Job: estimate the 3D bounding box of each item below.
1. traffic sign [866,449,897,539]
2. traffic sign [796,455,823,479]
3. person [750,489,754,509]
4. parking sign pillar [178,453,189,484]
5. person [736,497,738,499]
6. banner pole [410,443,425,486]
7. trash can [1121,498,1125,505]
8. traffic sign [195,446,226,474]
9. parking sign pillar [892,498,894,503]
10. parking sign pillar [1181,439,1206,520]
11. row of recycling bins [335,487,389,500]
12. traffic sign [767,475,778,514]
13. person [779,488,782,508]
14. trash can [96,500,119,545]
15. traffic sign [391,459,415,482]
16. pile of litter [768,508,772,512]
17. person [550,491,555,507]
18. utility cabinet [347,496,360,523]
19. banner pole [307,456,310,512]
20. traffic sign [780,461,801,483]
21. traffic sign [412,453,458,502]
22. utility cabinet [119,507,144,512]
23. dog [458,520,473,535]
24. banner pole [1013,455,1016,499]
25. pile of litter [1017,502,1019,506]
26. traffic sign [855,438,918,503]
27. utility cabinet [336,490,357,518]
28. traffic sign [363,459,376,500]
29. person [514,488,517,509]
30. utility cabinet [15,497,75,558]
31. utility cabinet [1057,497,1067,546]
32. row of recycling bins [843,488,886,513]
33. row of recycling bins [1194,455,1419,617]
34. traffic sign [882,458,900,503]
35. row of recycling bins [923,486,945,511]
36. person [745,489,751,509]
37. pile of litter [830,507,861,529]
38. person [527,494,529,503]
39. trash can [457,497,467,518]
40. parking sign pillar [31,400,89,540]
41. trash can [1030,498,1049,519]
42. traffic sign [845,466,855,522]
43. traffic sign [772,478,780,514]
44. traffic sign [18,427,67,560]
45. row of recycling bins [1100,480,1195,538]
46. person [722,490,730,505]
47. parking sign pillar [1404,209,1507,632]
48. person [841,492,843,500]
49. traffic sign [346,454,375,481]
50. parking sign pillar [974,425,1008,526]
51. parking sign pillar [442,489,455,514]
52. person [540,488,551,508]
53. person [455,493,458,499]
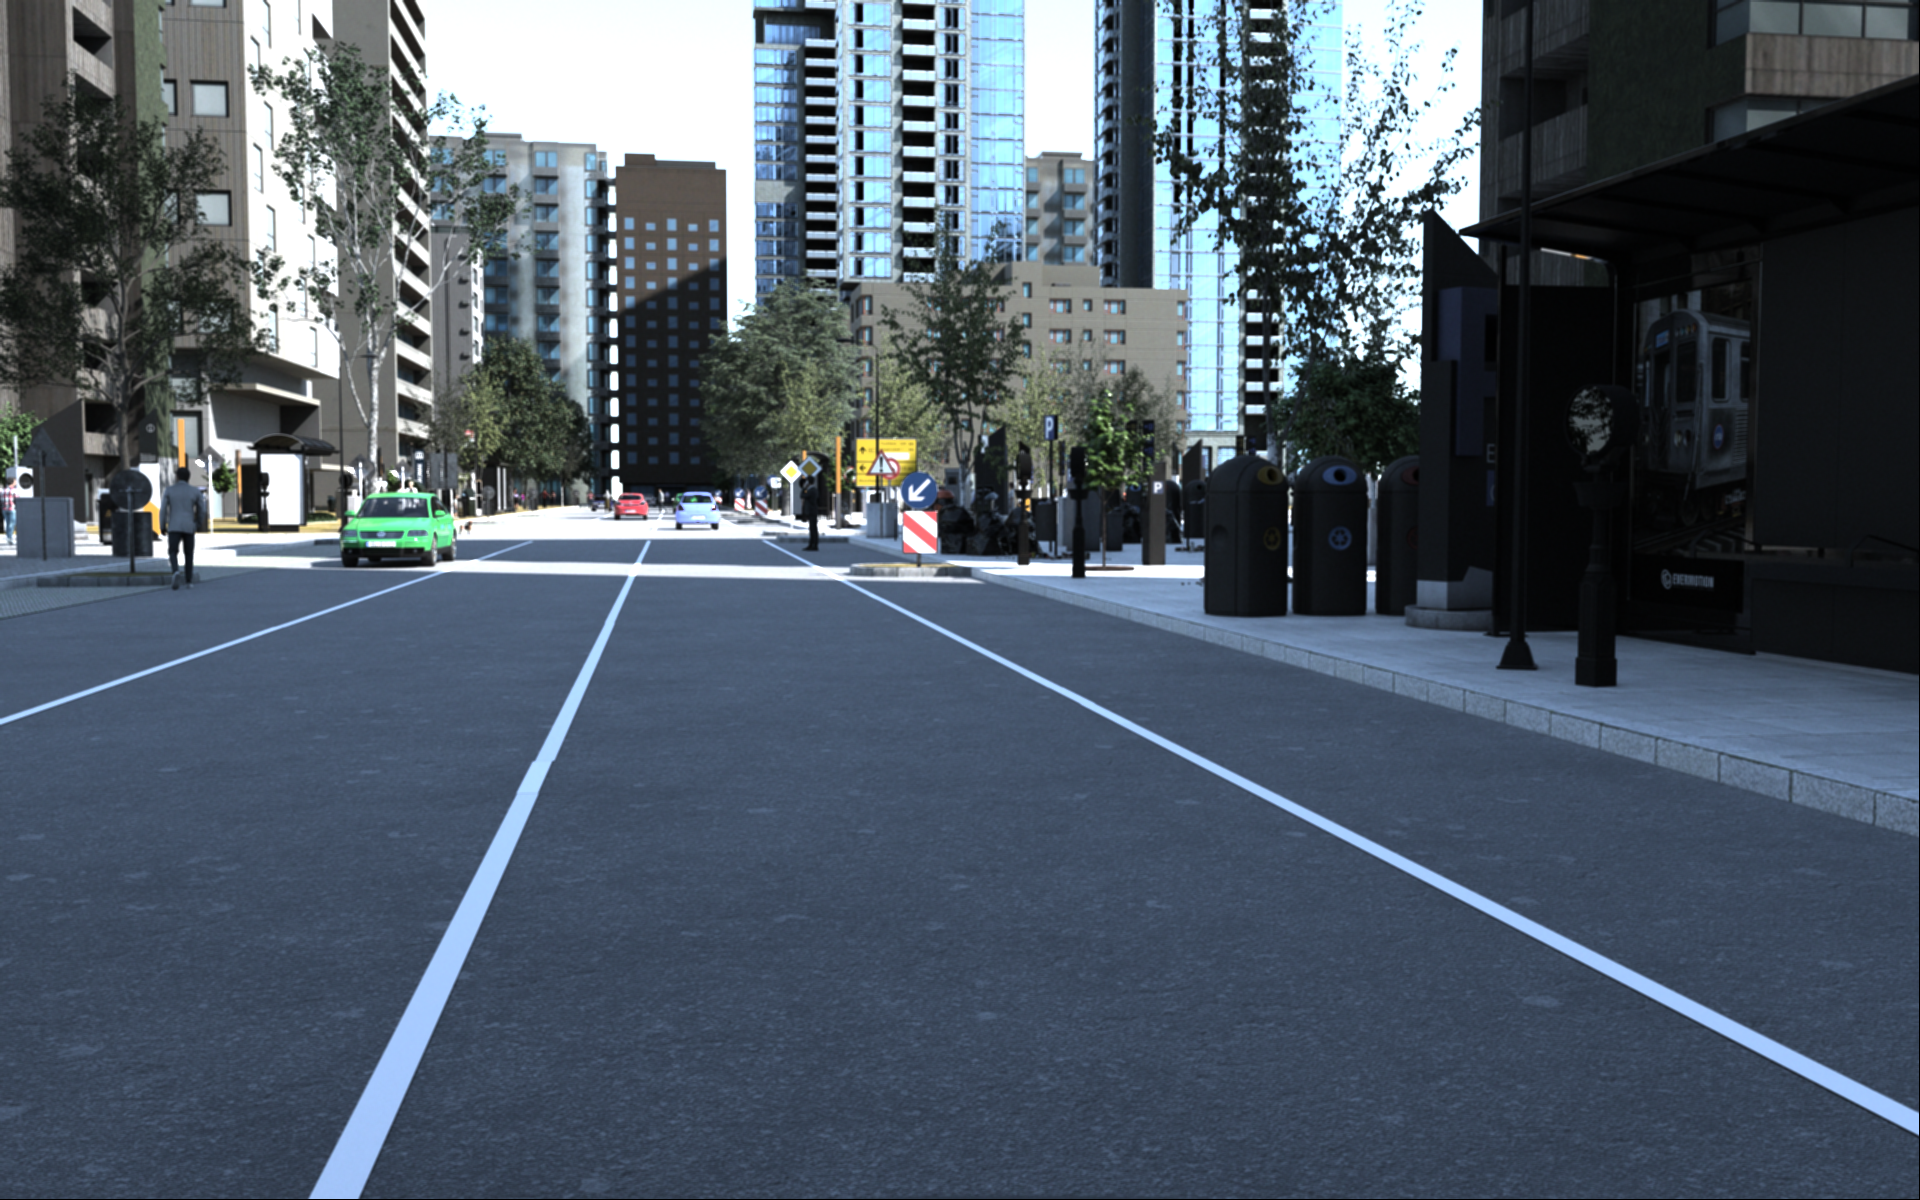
[{"bbox_3d":[-2.261,-3.045,49.795,0.884,2.594,0.081,0,4,-4],"label":"traffic sign"},{"bbox_3d":[-4.510,-3.057,52.176,0.795,2.593,0.064,-1,4,-9],"label":"traffic sign"},{"bbox_3d":[-18.233,-8.895,152.183,1.217,1.736,0.721,-2,4,-30],"label":"person"},{"bbox_3d":[-36.069,-5.557,79.332,1.447,3.967,1.447,0,4,3],"label":"parking sign pillar"},{"bbox_3d":[-22.001,-10.079,171.561,0.721,1.735,1.217,-1,4,-19],"label":"person"},{"bbox_3d":[-26.684,-5.814,85.072,0.863,3.779,0.401,-3,4,-36],"label":"banner pole"},{"bbox_3d":[6.166,-3.144,63.060,0.748,1.137,0.748,0,3,0],"label":"trash can"},{"bbox_3d":[-20.400,-2.898,47.123,0.795,2.593,0.064,-1,4,-9],"label":"traffic sign"},{"bbox_3d":[-5.384,-8.681,130.405,1.447,3.967,1.447,-2,4,-31],"label":"parking sign pillar"},{"bbox_3d":[11.501,-5.912,85.134,1.447,3.967,1.447,-3,4,-36],"label":"parking sign pillar"},{"bbox_3d":[-33.518,-5.503,97.080,3.534,1.692,1.069,1,4,21],"label":"row of recycling bins"},{"bbox_3d":[-12.231,-6.915,113.173,0.768,2.556,0.104,0,4,-1],"label":"traffic sign"},{"bbox_3d":[-16.229,-9.348,158.751,0.709,1.838,0.599,3,5,43],"label":"person"},{"bbox_3d":[-21.284,-1.948,43.500,0.748,1.137,0.748,0,3,0],"label":"trash can"},{"bbox_3d":[-18.644,-3.410,57.946,0.795,2.593,0.064,-1,4,-9],"label":"traffic sign"},{"bbox_3d":[-14.078,-6.848,125.928,1.176,0.858,1.719,0,4,5],"label":"pile of litter"},{"bbox_3d":[-41.158,-10.240,174.939,0.593,1.643,0.415,0,4,-7],"label":"person"},{"bbox_3d":[-21.118,-3.016,60.477,0.306,1.237,1.020,0,4,-6],"label":"utility cabinet"},{"bbox_3d":[-32.950,-5.966,87.563,0.401,3.779,0.863,-1,4,-17],"label":"banner pole"},{"bbox_3d":[-5.822,-3.539,60.053,0.795,2.593,0.064,-1,4,-9],"label":"traffic sign"},{"bbox_3d":[-26.029,-5.623,85.816,2.265,3.308,0.079,0,4,-1],"label":"traffic sign"},{"bbox_3d":[-16.946,-1.638,35.468,0.318,1.500,1.173,-1,4,-17],"label":"utility cabinet"},{"bbox_3d":[-17.464,-2.560,61.143,0.406,0.507,0.540,0,4,-1],"label":"dog"},{"bbox_3d":[3.484,-7.360,110.352,0.401,3.779,0.863,1,4,14],"label":"banner pole"},{"bbox_3d":[3.413,-5.406,102.358,1.719,0.858,1.176,-1,4,-12],"label":"pile of litter"},{"bbox_3d":[-2.664,-4.212,62.736,2.265,3.308,0.079,0,4,-8],"label":"traffic sign"},{"bbox_3d":[-31.714,-4.944,89.510,1.173,1.500,0.318,2,4,26],"label":"utility cabinet"},{"bbox_3d":[-21.306,-3.790,62.065,0.768,2.556,0.104,0,4,-2],"label":"traffic sign"},{"bbox_3d":[-39.233,-8.989,152.956,0.705,1.831,1.348,-1,4,-17],"label":"person"},{"bbox_3d":[-18.518,-1.462,35.064,1.020,1.237,0.306,-1,4,-8],"label":"utility cabinet"},{"bbox_3d":[2.918,-1.941,42.900,1.020,1.237,0.306,-2,4,-28],"label":"utility cabinet"},{"bbox_3d":[-6.401,-6.884,119.662,3.534,1.692,1.069,-2,4,-23],"label":"row of recycling bins"},{"bbox_3d":[4.375,-0.695,18.475,3.534,1.692,1.069,0,4,-2],"label":"row of recycling bins"},{"bbox_3d":[-2.481,-3.721,60.942,0.768,2.556,0.104,0,4,-8],"label":"traffic sign"},{"bbox_3d":[-0.747,-4.708,84.086,1.069,1.692,3.534,-2,4,-28],"label":"row of recycling bins"},{"bbox_3d":[-17.714,-8.425,144.464,0.621,1.740,0.551,-2,4,-32],"label":"person"},{"bbox_3d":[-4.287,-3.122,65.003,1.176,0.858,1.719,0,4,-6],"label":"pile of litter"},{"bbox_3d":[-43.790,-10.364,176.226,0.721,1.736,1.217,2,4,31],"label":"person"},{"bbox_3d":[-27.219,-5.070,94.541,0.748,1.137,0.748,0,3,0],"label":"trash can"},{"bbox_3d":[-25.448,-3.696,48.897,1.447,3.967,1.447,-2,4,-23],"label":"parking sign pillar"},{"bbox_3d":[2.871,-3.129,62.817,0.748,1.137,0.748,0,3,0],"label":"trash can"},{"bbox_3d":[-4.995,-4.852,79.431,0.768,2.556,0.104,0,4,-7],"label":"traffic sign"},{"bbox_3d":[-11.806,-6.671,111.207,0.606,2.300,0.079,0,4,-2],"label":"traffic sign"},{"bbox_3d":[-17.727,-2.047,33.473,0.884,2.594,0.081,-1,4,-9],"label":"traffic sign"},{"bbox_3d":[5.649,-2.685,51.021,3.534,1.692,1.069,1,4,20],"label":"row of recycling bins"},{"bbox_3d":[-27.096,-11.841,200.188,0.990,1.755,0.434,0,4,8],"label":"person"},{"bbox_3d":[5.065,-1.727,16.708,1.447,3.967,1.447,-2,4,-28],"label":"parking sign pillar"},{"bbox_3d":[-9.793,-8.597,146.544,1.348,1.831,0.705,0,4,4],"label":"person"},{"bbox_3d":[-17.332,-2.928,50.069,0.795,2.593,0.064,-1,4,-9],"label":"traffic sign"},{"bbox_3d":[1.227,-4.864,68.001,1.447,3.967,1.447,2,4,25],"label":"parking sign pillar"},{"bbox_3d":[-33.439,-7.568,112.201,1.447,3.967,1.447,-3,4,-37],"label":"parking sign pillar"},{"bbox_3d":[-38.745,-9.521,161.644,1.348,1.831,0.705,2,4,29],"label":"person"},{"bbox_3d":[-40.621,-8.094,138.406,1.348,1.821,0.705,2,4,25],"label":"person"}]
